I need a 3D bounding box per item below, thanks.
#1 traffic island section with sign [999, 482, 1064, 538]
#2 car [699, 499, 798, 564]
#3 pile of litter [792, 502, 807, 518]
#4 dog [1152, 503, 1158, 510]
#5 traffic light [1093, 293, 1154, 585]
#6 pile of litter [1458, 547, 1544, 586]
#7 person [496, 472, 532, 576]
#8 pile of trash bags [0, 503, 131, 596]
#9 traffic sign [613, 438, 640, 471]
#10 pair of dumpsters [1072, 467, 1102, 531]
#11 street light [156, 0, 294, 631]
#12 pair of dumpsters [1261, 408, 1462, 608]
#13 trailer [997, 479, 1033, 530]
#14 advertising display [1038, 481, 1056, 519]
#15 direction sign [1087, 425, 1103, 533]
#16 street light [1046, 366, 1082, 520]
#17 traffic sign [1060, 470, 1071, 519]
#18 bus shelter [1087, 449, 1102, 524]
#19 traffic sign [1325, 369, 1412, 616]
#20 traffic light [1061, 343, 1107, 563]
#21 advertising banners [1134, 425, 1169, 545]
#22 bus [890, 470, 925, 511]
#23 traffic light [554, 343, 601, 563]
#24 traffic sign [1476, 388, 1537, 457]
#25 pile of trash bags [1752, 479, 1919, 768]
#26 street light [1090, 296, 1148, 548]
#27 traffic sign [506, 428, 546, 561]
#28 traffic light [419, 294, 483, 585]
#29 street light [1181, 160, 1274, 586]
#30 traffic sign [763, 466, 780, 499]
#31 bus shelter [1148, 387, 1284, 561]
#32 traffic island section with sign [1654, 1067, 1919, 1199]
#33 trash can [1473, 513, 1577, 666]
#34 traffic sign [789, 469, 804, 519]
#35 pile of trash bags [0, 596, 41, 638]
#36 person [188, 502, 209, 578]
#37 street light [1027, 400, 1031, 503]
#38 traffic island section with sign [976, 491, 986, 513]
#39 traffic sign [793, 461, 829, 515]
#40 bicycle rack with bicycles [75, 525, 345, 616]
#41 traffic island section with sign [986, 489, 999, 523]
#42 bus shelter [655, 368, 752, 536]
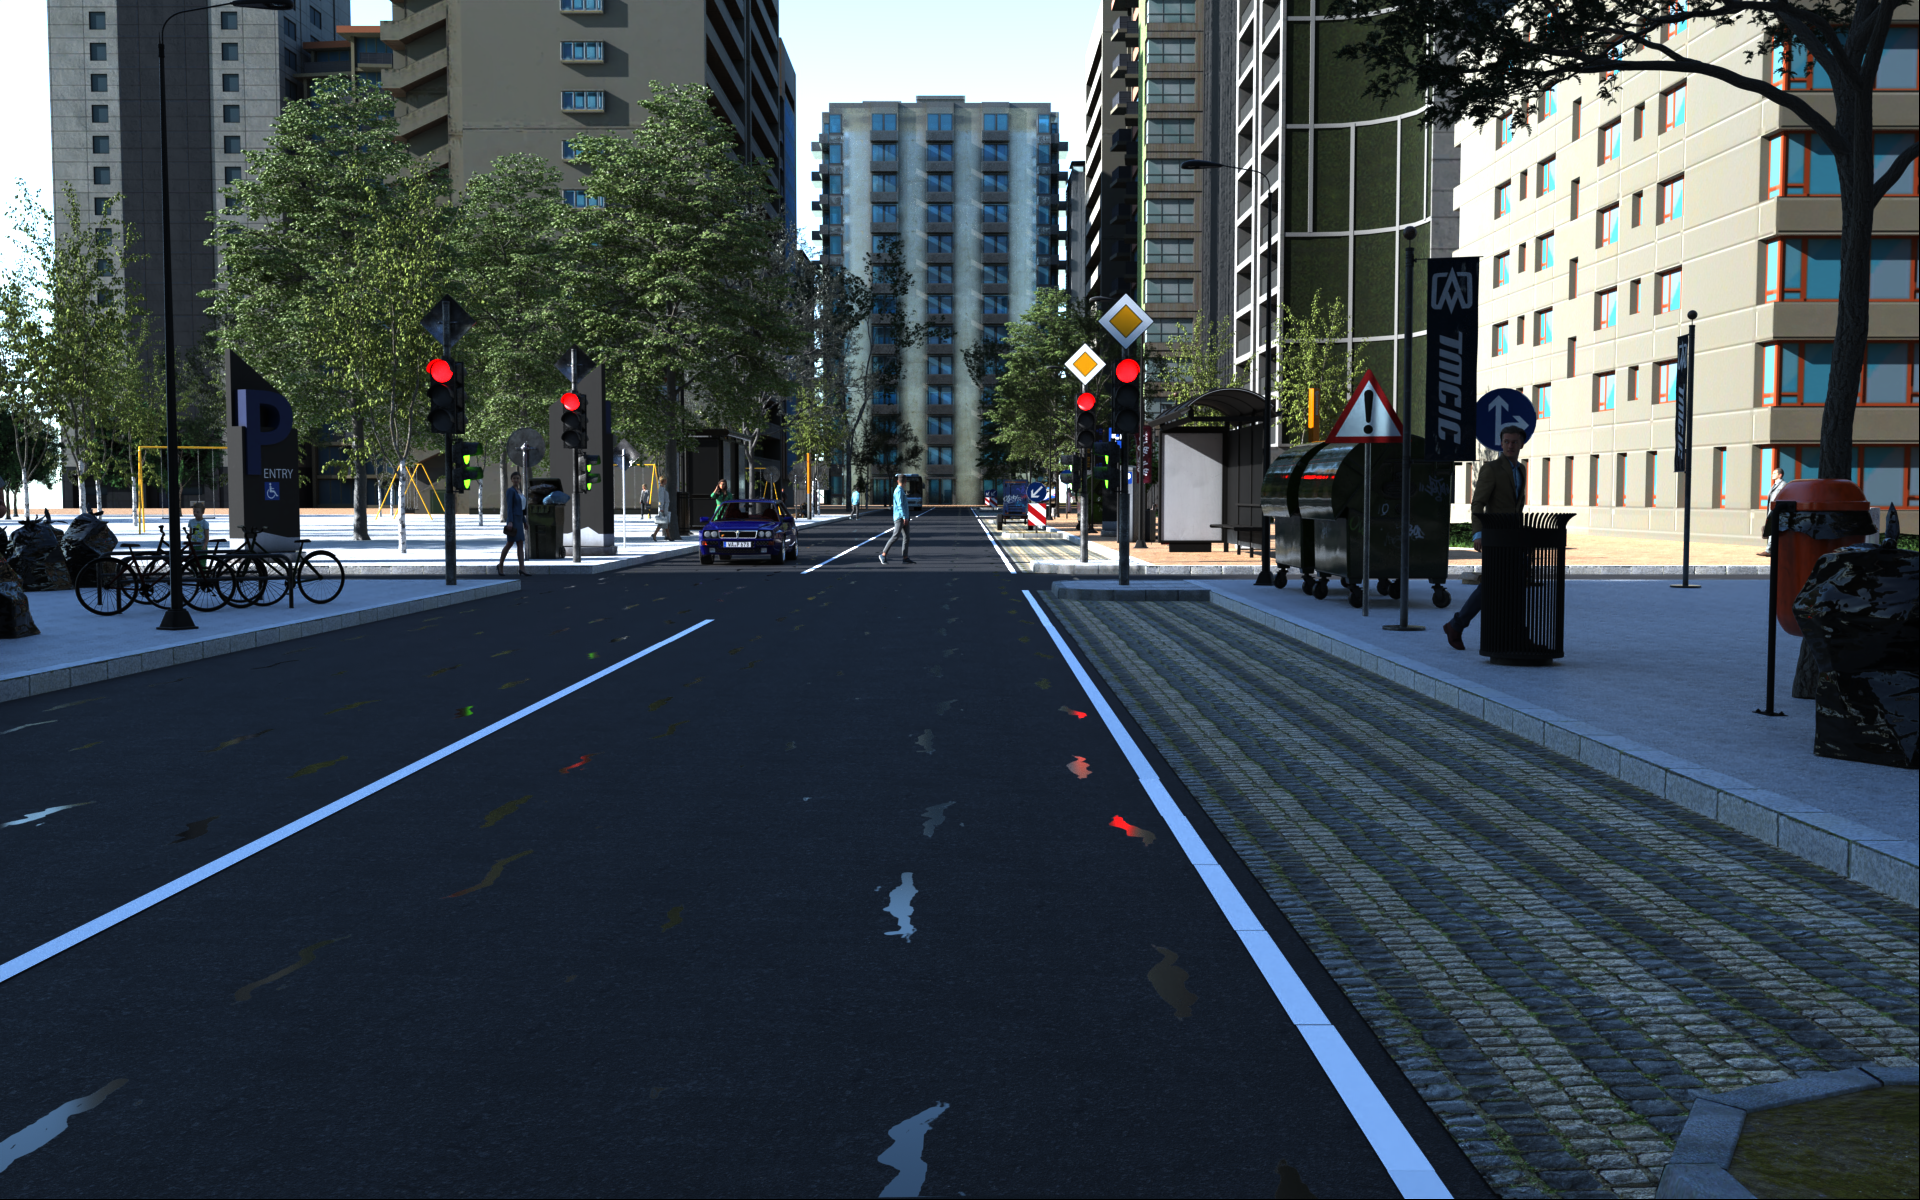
[{"bbox_3d":[2.386,-2.960,57.028,1.989,1.847,2.006,0,3,0],"label":"traffic island section with sign"},{"bbox_3d":[-4.420,-1.462,36.481,1.945,1.354,3.894,0,4,1],"label":"car"},{"bbox_3d":[-8.630,-4.834,92.993,1.176,0.858,1.719,2,4,24],"label":"pile of litter"},{"bbox_3d":[9.491,-4.430,86.807,0.800,0.831,0.513,1,4,23],"label":"dog"},{"bbox_3d":[2.297,-2.166,24.330,0.839,4.253,0.868,0,3,0],"label":"traffic light"},{"bbox_3d":[7.648,-0.642,24.467,1.176,0.858,1.719,1,4,22],"label":"pile of litter"},{"bbox_3d":[-7.799,-1.331,30.282,0.654,1.822,0.581,2,4,29],"label":"person"},{"bbox_3d":[-13.242,-0.880,24.144,3.447,1.369,1.912,2,4,33],"label":"pile of trash bags"},{"bbox_3d":[-7.923,-2.512,40.812,0.795,2.593,0.064,0,4,6],"label":"traffic sign"},{"bbox_3d":[4.757,-3.484,59.458,1.574,2.255,4.437,0,3,0],"label":"pair of dumpsters"},{"bbox_3d":[-6.895,-2.675,16.271,1.470,5.913,1.316,0,3,0],"label":"street light"},{"bbox_3d":[4.881,-1.158,21.430,1.574,2.255,4.437,0,3,0],"label":"pair of dumpsters"},{"bbox_3d":[2.201,-3.795,69.091,1.471,1.999,3.904,0,4,2],"label":"trailer"},{"bbox_3d":[4.391,-5.043,87.663,0.974,1.923,0.123,1,4,18],"label":"advertising display"},{"bbox_3d":[4.332,-3.953,56.629,0.876,3.537,0.379,-3,4,-37],"label":"direction sign"},{"bbox_3d":[3.835,-5.525,62.872,1.470,5.913,1.316,0,3,0],"label":"street light"},{"bbox_3d":[5.571,-5.505,90.118,0.768,2.556,0.104,0,4,5],"label":"traffic sign"},{"bbox_3d":[6.001,-4.757,71.707,2.014,3.302,5.546,0,3,0],"label":"bus shelter"},{"bbox_3d":[4.259,-1.108,18.120,0.884,2.594,0.081,1,4,9],"label":"traffic sign"},{"bbox_3d":[2.306,-2.654,32.315,0.839,4.253,0.868,0,3,0],"label":"traffic light"},{"bbox_3d":[5.371,-2.920,43.922,2.074,3.025,0.090,0,4,-6],"label":"advertising banners"},{"bbox_3d":[-4.655,-9.703,153.496,2.948,3.499,13.247,0,4,-2],"label":"bus"},{"bbox_3d":[-7.155,-2.654,32.310,0.839,4.253,0.868,0,3,0],"label":"traffic light"},{"bbox_3d":[6.544,-1.274,20.929,0.768,2.556,0.104,0,4,6],"label":"traffic sign"},{"bbox_3d":[5.086,0.066,8.677,1.912,1.369,3.447,0,4,-5],"label":"pile of trash bags"},{"bbox_3d":[3.744,-4.180,40.878,1.470,5.913,1.316,0,3,0],"label":"street light"},{"bbox_3d":[-8.330,-2.026,33.232,0.768,2.556,0.104,0,4,4],"label":"traffic sign"},{"bbox_3d":[-7.164,-2.165,24.325,0.839,4.253,0.868,0,3,0],"label":"traffic light"},{"bbox_3d":[3.769,-3.162,24.234,1.470,5.913,1.316,0,3,0],"label":"street light"},{"bbox_3d":[-8.516,-4.785,78.344,0.768,2.556,0.104,0,4,5],"label":"traffic sign"},{"bbox_3d":[5.148,-2.553,35.661,2.014,3.302,5.546,0,4,0],"label":"bus shelter"},{"bbox_3d":[2.319,0.355,2.832,1.989,1.847,2.006,0,3,0],"label":"traffic island section with sign"},{"bbox_3d":[4.253,-0.088,13.090,0.748,1.137,0.748,0,3,0],"label":"trash can"},{"bbox_3d":[-8.270,-5.340,87.409,0.768,2.556,0.104,0,4,3],"label":"traffic sign"},{"bbox_3d":[-9.073,-0.269,14.151,1.912,1.369,3.447,0,4,-7],"label":"pile of trash bags"},{"bbox_3d":[-11.616,-0.837,26.436,0.306,1.304,0.590,-1,4,-22],"label":"person"},{"bbox_3d":[3.887,-6.876,84.967,1.470,5.913,1.316,0,3,0],"label":"street light"},{"bbox_3d":[2.471,-7.699,134.506,1.989,1.847,2.006,0,3,0],"label":"traffic island section with sign"},{"bbox_3d":[-9.157,-6.875,106.277,2.265,3.308,0.079,1,4,8],"label":"traffic sign"},{"bbox_3d":[-8.529,-0.387,19.704,2.925,0.926,2.852,-2,4,-31],"label":"bicycle rack with bicycles"},{"bbox_3d":[2.413,-4.646,84.584,1.989,1.847,2.006,0,3,0],"label":"traffic island section with sign"},{"bbox_3d":[-8.488,-4.863,57.138,2.179,5.291,8.768,0,4,0],"label":"bus shelter"}]
